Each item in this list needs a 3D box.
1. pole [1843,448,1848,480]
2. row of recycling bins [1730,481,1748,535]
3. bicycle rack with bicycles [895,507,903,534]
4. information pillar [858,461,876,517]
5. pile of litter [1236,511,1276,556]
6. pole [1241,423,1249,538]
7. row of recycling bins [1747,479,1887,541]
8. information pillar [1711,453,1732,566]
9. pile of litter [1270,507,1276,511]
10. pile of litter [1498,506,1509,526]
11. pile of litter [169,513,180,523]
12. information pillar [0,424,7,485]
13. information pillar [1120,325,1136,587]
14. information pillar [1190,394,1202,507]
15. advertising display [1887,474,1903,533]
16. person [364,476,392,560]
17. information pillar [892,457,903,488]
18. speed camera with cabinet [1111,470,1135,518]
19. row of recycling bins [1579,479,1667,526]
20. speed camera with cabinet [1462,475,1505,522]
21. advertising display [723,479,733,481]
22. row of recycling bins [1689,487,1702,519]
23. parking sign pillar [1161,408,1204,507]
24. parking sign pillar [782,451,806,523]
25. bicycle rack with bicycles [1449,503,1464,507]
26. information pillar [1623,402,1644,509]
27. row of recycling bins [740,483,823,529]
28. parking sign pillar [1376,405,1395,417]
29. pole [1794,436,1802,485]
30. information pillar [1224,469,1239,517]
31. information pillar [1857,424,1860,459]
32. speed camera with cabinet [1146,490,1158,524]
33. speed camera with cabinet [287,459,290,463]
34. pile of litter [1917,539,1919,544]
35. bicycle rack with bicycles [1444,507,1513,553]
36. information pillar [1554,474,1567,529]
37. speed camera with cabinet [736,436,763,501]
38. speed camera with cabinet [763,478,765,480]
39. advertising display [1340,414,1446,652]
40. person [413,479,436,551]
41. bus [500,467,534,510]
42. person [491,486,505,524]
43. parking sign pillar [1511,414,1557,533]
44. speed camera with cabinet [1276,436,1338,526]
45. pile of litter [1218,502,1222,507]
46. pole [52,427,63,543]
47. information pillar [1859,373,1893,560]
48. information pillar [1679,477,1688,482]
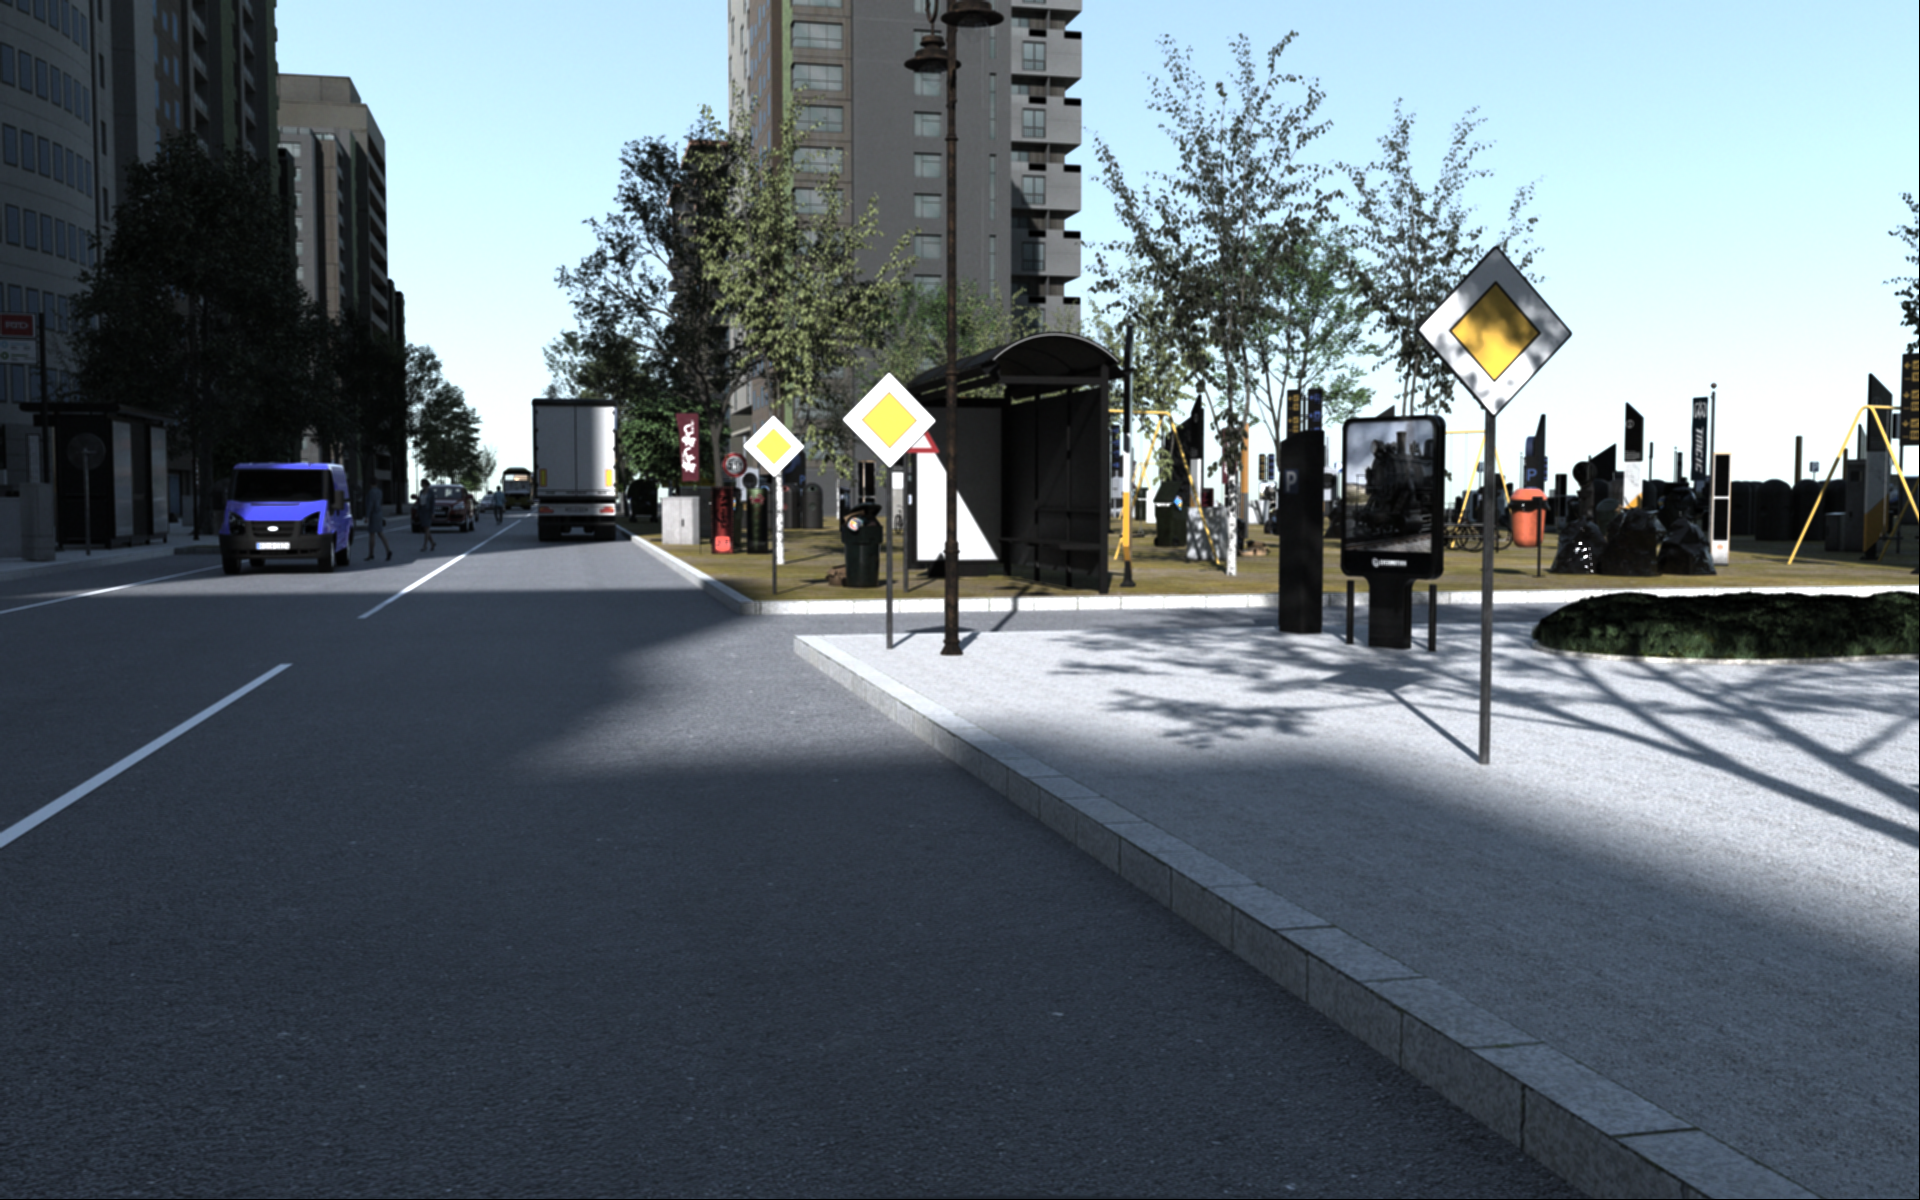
[{"bbox_3d":[39.537,-5.110,77.391,0.158,3.312,0.155,0,3,0],"label":"pole"},{"bbox_3d":[25.307,-2.968,55.634,1.069,1.692,3.534,3,4,37],"label":"row of recycling bins"},{"bbox_3d":[-0.683,-2.531,54.767,2.852,0.926,2.925,-1,4,-14],"label":"bicycle rack with bicycles"},{"bbox_3d":[-2.057,-2.068,38.311,0.304,2.012,0.304,-2,4,-27],"label":"information pillar"},{"bbox_3d":[6.049,-1.379,36.512,1.176,0.858,1.719,3,5,44],"label":"pile of litter"},{"bbox_3d":[8.223,-3.436,50.025,0.158,3.312,0.155,0,3,0],"label":"pole"},{"bbox_3d":[23.840,-2.492,47.853,3.534,1.692,1.069,0,4,-2],"label":"row of recycling bins"},{"bbox_3d":[13.603,-1.619,30.958,0.304,2.012,0.304,1,4,23],"label":"information pillar"},{"bbox_3d":[10.491,-2.586,56.248,1.176,0.858,1.719,3,5,42],"label":"pile of litter"},{"bbox_3d":[22.157,-3.371,69.080,1.719,0.858,1.176,-1,4,-16],"label":"pile of litter"},{"bbox_3d":[-35.729,-3.879,77.383,1.719,0.858,1.176,-3,5,-41],"label":"pile of litter"},{"bbox_3d":[-32.234,-4.095,58.311,0.504,3.616,0.183,3,4,38],"label":"information pillar"},{"bbox_3d":[2.313,-1.987,23.836,0.183,3.616,0.504,1,4,11],"label":"information pillar"},{"bbox_3d":[5.569,-3.029,40.877,0.183,3.616,0.504,-1,4,-14],"label":"information pillar"},{"bbox_3d":[30.199,-3.130,56.389,0.974,1.923,0.123,0,4,-8],"label":"advertising display"},{"bbox_3d":[-12.577,-1.762,37.329,0.654,1.822,0.581,2,4,27],"label":"person"},{"bbox_3d":[-2.340,-4.555,65.822,0.504,3.616,0.183,-1,4,-10],"label":"information pillar"},{"bbox_3d":[9.029,-6.042,93.124,0.660,3.252,2.038,-3,4,-37],"label":"speed camera with cabinet"},{"bbox_3d":[18.538,-2.505,48.075,3.534,1.692,1.069,-2,4,-34],"label":"row of recycling bins"},{"bbox_3d":[24.010,-5.202,79.384,2.038,3.252,0.660,-2,4,-25],"label":"speed camera with cabinet"},{"bbox_3d":[-9.802,-4.233,74.425,0.974,1.923,0.123,-2,4,-24],"label":"advertising display"},{"bbox_3d":[38.394,-5.028,89.317,3.534,1.692,1.069,-2,4,-25],"label":"row of recycling bins"},{"bbox_3d":[6.960,-4.023,54.251,1.447,3.967,1.447,-1,4,-20],"label":"parking sign pillar"},{"bbox_3d":[-7.530,-5.470,77.899,1.447,3.967,1.447,3,5,42],"label":"parking sign pillar"},{"bbox_3d":[21.719,-3.706,73.969,2.852,0.926,2.925,2,4,35],"label":"bicycle rack with bicycles"},{"bbox_3d":[17.074,-3.217,43.955,0.183,3.616,0.504,-3,4,-37],"label":"information pillar"},{"bbox_3d":[-6.746,-3.483,64.064,3.534,1.692,1.069,1,4,14],"label":"row of recycling bins"},{"bbox_3d":[12.438,-3.910,52.393,1.447,3.967,1.447,0,4,6],"label":"parking sign pillar"},{"bbox_3d":[29.369,-4.090,60.711,0.158,3.312,0.155,0,3,0],"label":"pole"},{"bbox_3d":[8.015,-2.855,51.179,0.304,2.012,0.304,-3,5,-42],"label":"information pillar"},{"bbox_3d":[30.108,-4.070,57.896,0.504,3.616,0.183,-3,5,-40],"label":"information pillar"},{"bbox_3d":[8.885,-4.950,75.264,0.660,3.252,2.038,3,5,40],"label":"speed camera with cabinet"},{"bbox_3d":[-26.483,-4.486,67.678,0.660,3.252,2.038,-2,4,-26],"label":"speed camera with cabinet"},{"bbox_3d":[24.925,-1.829,43.876,1.176,0.858,1.719,2,4,24],"label":"pile of litter"},{"bbox_3d":[10.985,-1.570,39.051,2.925,0.926,2.852,1,4,16],"label":"bicycle rack with bicycles"},{"bbox_3d":[21.848,-3.578,62.991,0.304,2.012,0.304,-1,4,-10],"label":"information pillar"},{"bbox_3d":[-7.860,-3.933,58.643,2.038,3.252,0.660,-2,4,-28],"label":"speed camera with cabinet"},{"bbox_3d":[-10.354,-6.035,93.011,2.038,3.252,0.660,-3,5,-43],"label":"speed camera with cabinet"},{"bbox_3d":[3.593,-0.563,14.426,0.123,1.923,0.974,-3,4,-38],"label":"advertising display"},{"bbox_3d":[-13.434,-2.153,43.718,0.581,1.822,0.654,2,4,34],"label":"person"},{"bbox_3d":[-41.295,-10.388,161.397,2.896,3.916,12.252,-1,4,-15],"label":"bus"},{"bbox_3d":[-21.795,-4.483,81.808,0.660,1.820,0.620,-3,4,-37],"label":"person"},{"bbox_3d":[19.210,-4.244,57.854,1.447,3.967,1.447,2,4,27],"label":"parking sign pillar"},{"bbox_3d":[11.849,-3.966,59.182,2.038,3.252,0.660,1,4,11],"label":"speed camera with cabinet"},{"bbox_3d":[14.273,-5.070,96.860,1.719,0.858,1.176,3,5,41],"label":"pile of litter"},{"bbox_3d":[-23.722,-3.162,45.537,0.158,3.312,0.155,0,3,0],"label":"pole"},{"bbox_3d":[17.838,-2.589,33.681,0.504,3.616,0.183,-1,4,-9],"label":"information pillar"},{"bbox_3d":[31.285,-4.309,74.951,0.304,2.012,0.304,3,4,36],"label":"information pillar"}]
